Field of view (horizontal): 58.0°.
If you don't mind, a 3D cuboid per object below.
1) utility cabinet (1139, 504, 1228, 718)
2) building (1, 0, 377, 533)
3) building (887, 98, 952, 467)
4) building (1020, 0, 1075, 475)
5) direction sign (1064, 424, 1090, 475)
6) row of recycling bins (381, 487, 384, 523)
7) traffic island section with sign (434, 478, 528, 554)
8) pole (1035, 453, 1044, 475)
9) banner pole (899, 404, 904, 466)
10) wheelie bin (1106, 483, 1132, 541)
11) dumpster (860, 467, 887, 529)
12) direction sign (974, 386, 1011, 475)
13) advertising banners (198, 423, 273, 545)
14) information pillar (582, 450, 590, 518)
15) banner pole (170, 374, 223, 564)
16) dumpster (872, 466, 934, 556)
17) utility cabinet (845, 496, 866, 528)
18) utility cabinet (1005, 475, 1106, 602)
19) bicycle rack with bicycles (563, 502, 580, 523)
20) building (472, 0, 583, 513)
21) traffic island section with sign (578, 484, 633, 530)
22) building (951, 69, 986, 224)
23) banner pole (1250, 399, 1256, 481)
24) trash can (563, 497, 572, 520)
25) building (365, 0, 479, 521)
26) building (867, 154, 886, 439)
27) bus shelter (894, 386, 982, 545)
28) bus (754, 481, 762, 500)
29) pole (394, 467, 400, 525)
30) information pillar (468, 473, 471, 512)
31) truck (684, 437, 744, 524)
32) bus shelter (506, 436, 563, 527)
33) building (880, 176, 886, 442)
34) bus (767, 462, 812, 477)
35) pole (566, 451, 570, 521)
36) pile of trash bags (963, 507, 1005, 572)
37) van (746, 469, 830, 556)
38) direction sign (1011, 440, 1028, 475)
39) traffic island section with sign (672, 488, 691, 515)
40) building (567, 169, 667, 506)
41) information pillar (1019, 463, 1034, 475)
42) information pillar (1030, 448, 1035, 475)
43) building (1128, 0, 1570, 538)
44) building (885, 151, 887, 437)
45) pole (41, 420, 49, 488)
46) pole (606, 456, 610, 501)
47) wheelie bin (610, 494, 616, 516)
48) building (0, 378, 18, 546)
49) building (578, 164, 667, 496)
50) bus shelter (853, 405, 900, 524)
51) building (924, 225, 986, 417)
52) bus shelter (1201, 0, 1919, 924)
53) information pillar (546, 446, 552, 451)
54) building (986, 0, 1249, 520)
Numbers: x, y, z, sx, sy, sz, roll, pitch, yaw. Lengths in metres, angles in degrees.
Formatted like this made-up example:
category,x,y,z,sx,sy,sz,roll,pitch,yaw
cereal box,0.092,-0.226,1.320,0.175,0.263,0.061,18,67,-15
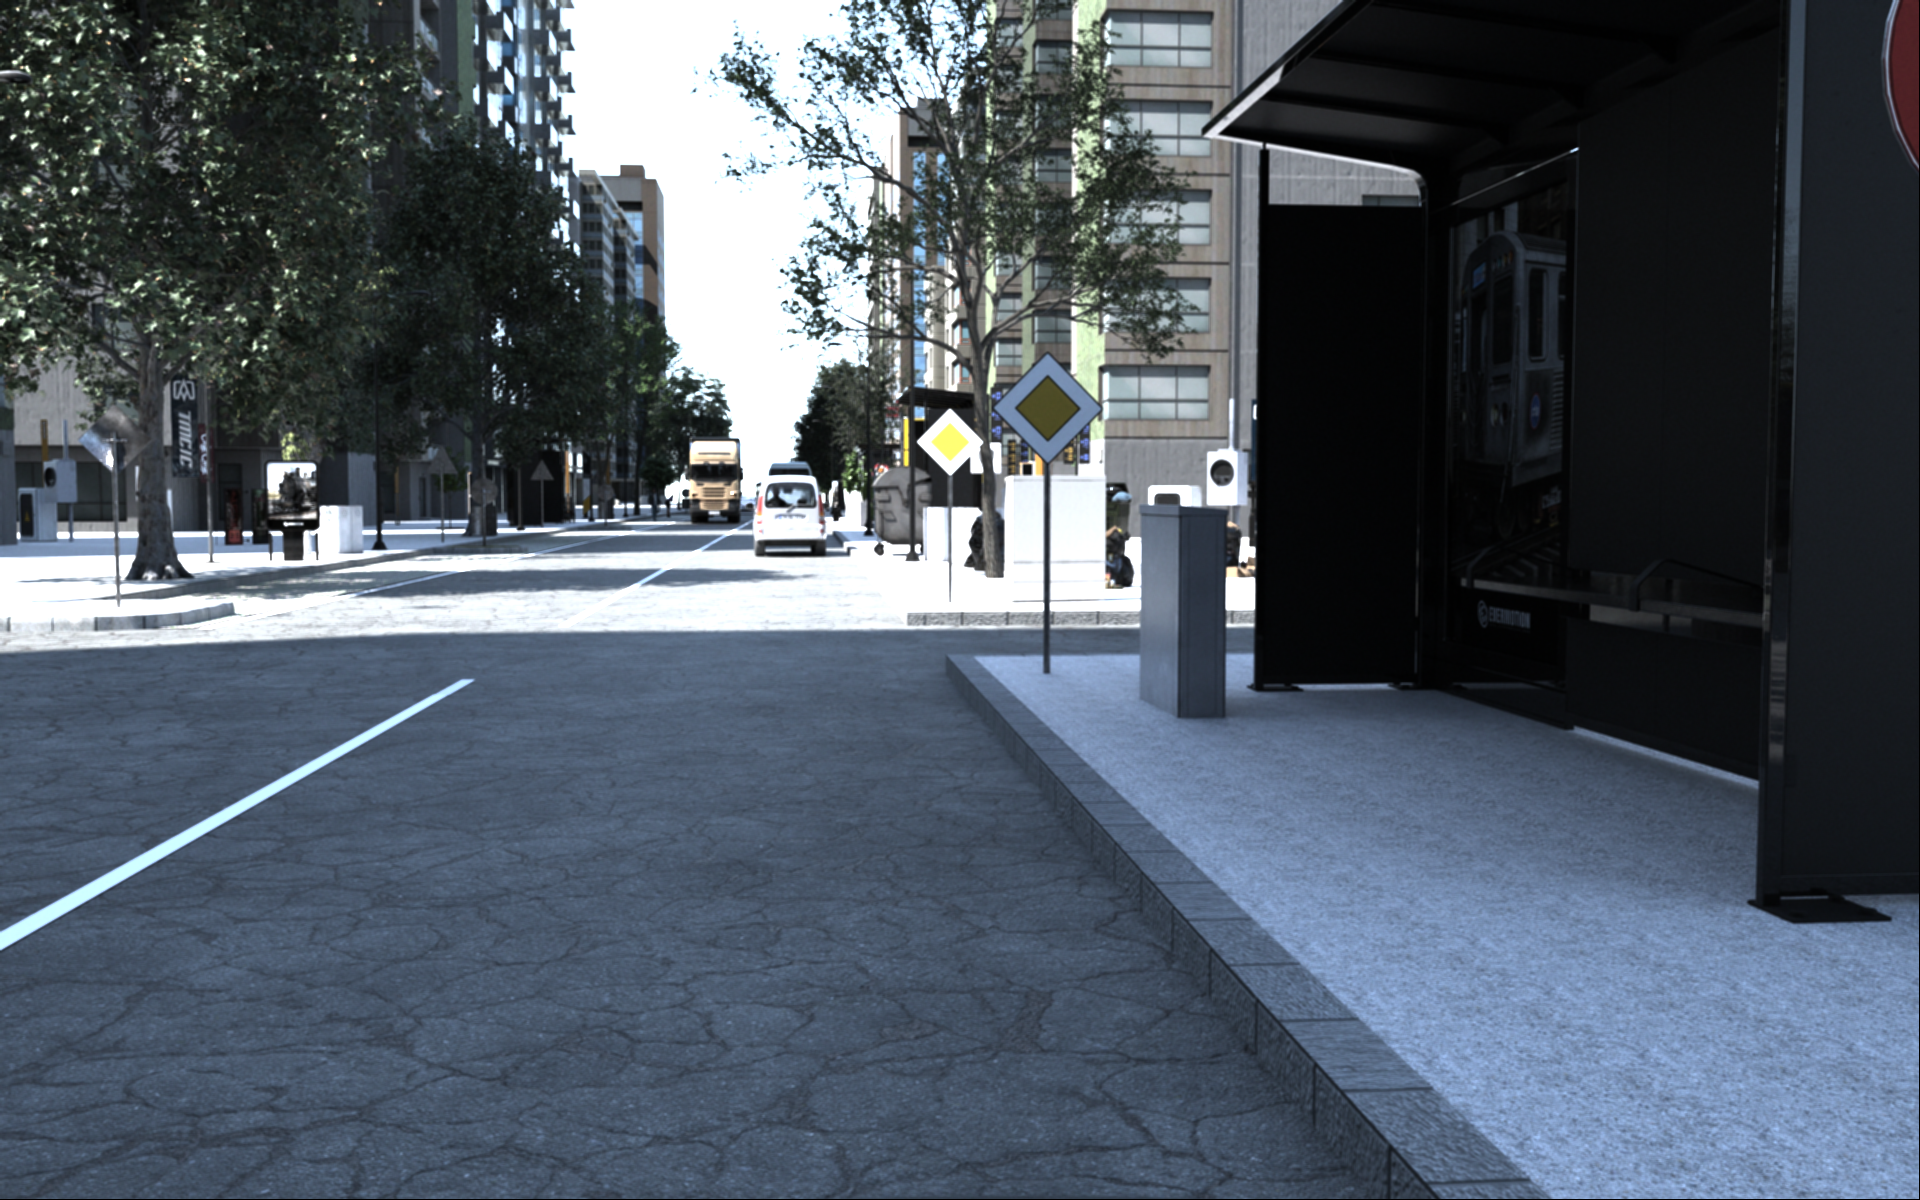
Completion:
category,x,y,z,sx,sy,sz,roll,pitch,yaw
utility cabinet,1.333,0.048,10.384,0.306,1.237,1.020,0,4,-7
building,-30.092,-17.781,62.413,14.160,30.474,14.107,0,4,-5
building,-0.342,-33.453,197.059,14.600,45.320,14.200,0,4,-5
building,9.921,-19.435,89.471,14.160,30.474,14.107,0,4,-5
direction sign,3.022,-3.234,44.872,0.379,3.537,0.876,-3,5,-45
row of recycling bins,-25.918,-4.229,76.254,1.069,1.692,3.534,-1,4,-15
traffic island section with sign,-11.597,-2.048,42.109,1.989,1.847,2.006,0,4,-5
pole,1.550,-2.407,33.199,0.158,3.312,0.155,0,3,0
banner pole,-1.614,-3.557,48.166,0.401,3.779,0.863,0,4,-6
wheelie bin,4.265,-2.414,47.372,0.980,1.594,0.693,3,4,36
dumpster,-2.890,-3.750,63.813,1.502,2.255,1.985,0,4,-5
direction sign,0.595,-2.742,36.826,0.379,3.537,0.876,-3,5,-42
advertising banners,-18.306,-2.903,43.655,0.090,3.025,2.074,2,4,34
information pillar,-19.896,-6.177,92.352,0.504,3.616,0.183,-2,4,-35
banner pole,-14.095,-2.563,31.922,0.863,3.779,0.401,-2,4,-35
dumpster,-1.194,-1.871,36.349,1.264,1.857,1.865,0,4,-5
utility cabinet,-4.025,-3.407,66.863,0.306,1.237,1.020,-3,4,-37
utility cabinet,1.132,-0.730,20.619,1.173,1.500,0.318,-1,4,-17
bicycle rack with bicycles,-18.152,-3.913,77.361,2.852,0.926,2.925,0,4,3
building,-42.495,-31.656,137.179,23.786,49.044,30.456,0,4,-5
traffic island section with sign,-14.081,-3.689,68.950,1.989,1.847,2.006,0,4,-5
building,11.984,-28.195,152.873,32.217,40.220,23.993,0,4,-5
banner pole,7.133,-3.064,40.118,0.863,3.779,0.401,1,4,22
trash can,-19.523,-4.527,85.663,0.748,1.137,0.748,0,3,0
building,-31.852,-24.494,84.072,14.154,41.232,14.086,0,4,-5
building,-1.960,-37.922,243.721,21.300,48.544,21.600,0,4,-5
bus shelter,-0.538,-3.030,40.820,1.731,3.624,6.357,0,4,-5
bus,-26.856,-14.953,239.341,2.948,3.499,13.247,0,4,-5
pole,-23.337,-4.766,71.769,0.158,3.312,0.155,0,3,0
information pillar,-16.613,-3.352,59.296,0.304,2.012,0.304,1,4,14
truck,-12.336,-6.043,87.710,2.839,4.237,11.283,0,4,-7
bus shelter,-17.355,-4.910,71.567,1.731,3.624,6.357,0,4,-5
building,-3.445,-33.159,225.748,14.154,41.232,14.086,0,4,-5
bus,-10.457,-6.785,105.787,2.948,3.499,13.247,0,4,-6
pole,-18.688,-5.423,82.509,0.158,3.312,0.155,0,3,0
pile of trash bags,1.106,-1.176,28.978,1.912,1.369,3.447,0,4,-5
van,-4.085,-2.095,41.265,2.013,2.044,4.112,0,4,-7
direction sign,2.422,-4.906,72.202,0.876,3.537,0.379,-1,4,-11
traffic island section with sign,-18.650,-6.707,118.288,1.989,1.847,2.006,0,4,-5
building,-53.975,-32.233,218.885,32.217,40.220,23.993,0,4,-5
information pillar,1.558,-2.205,40.538,0.304,2.012,0.304,0,4,-5
information pillar,2.025,-3.202,43.708,0.504,3.616,0.183,-1,4,-19
building,10.536,-22.808,56.501,14.154,41.232,14.086,0,4,-5
building,-1.849,-34.315,211.154,14.600,45.320,14.200,0,4,-5
pole,-25.101,-3.285,47.561,0.158,3.312,0.155,0,3,0
pole,-18.712,-6.007,92.060,0.158,3.312,0.155,0,3,0
wheelie bin,-19.072,-5.247,93.691,0.980,1.594,0.693,1,4,8
building,-30.274,-21.508,35.245,14.154,41.232,14.086,0,4,-5
building,-47.951,-35.983,238.427,14.600,45.320,14.200,0,4,-5
bus shelter,-3.545,-6.025,76.145,2.179,5.291,8.768,0,4,-5
building,12.214,-17.232,126.780,27.650,21.520,28.899,0,4,-5
bus shelter,2.693,-1.039,8.264,1.731,3.624,6.357,0,4,-5
information pillar,-19.770,-5.613,83.122,0.504,3.616,0.183,-1,4,-17
building,8.362,-25.715,104.038,14.154,41.232,14.086,0,4,-5
